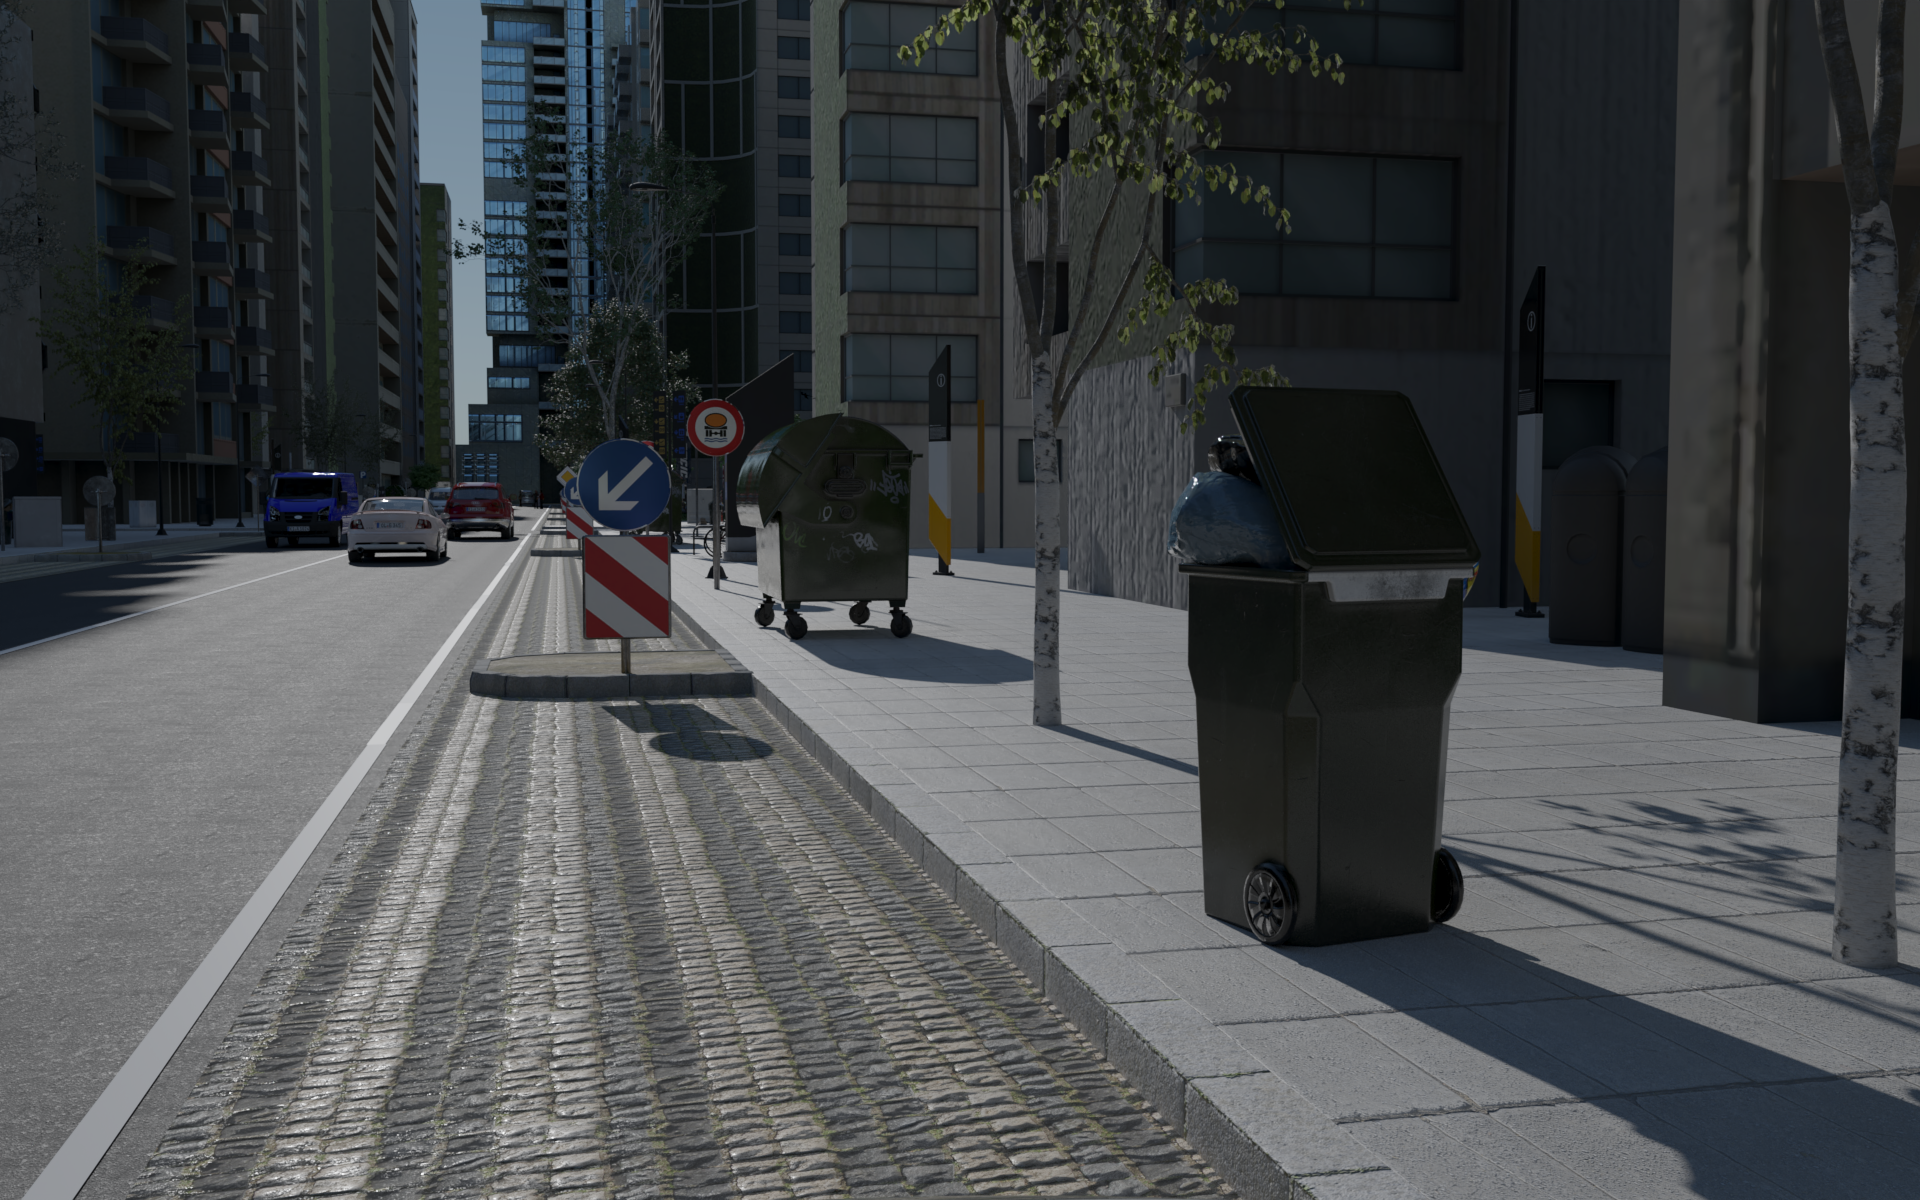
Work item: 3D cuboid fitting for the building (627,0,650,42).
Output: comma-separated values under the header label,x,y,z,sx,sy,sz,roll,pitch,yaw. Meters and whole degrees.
label,x,y,z,sx,sy,sz,roll,pitch,yaw
building,-22.665,-33.793,172.125,23.786,49.044,30.456,-1,4,-13

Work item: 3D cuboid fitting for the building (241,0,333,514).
label,x,y,z,sx,sy,sz,roll,pitch,yaw
building,-49.226,-26.266,113.045,14.154,41.232,14.086,-1,4,-13

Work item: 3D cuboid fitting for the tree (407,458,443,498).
label,x,y,z,sx,sy,sz,roll,pitch,yaw
tree,-49.397,-10.780,159.968,4.285,4.588,4.351,0,3,0

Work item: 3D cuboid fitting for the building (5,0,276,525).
label,x,y,z,sx,sy,sz,roll,pitch,yaw
building,-46.003,-26.188,82.800,22.147,44.769,28.867,-1,4,-13

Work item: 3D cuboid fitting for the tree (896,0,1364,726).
label,x,y,z,sx,sy,sz,roll,pitch,yaw
tree,0.642,-3.599,9.208,4.360,8.622,3.978,0,3,0

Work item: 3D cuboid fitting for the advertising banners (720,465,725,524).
label,x,y,z,sx,sy,sz,roll,pitch,yaw
advertising banners,-10.199,-4.775,74.260,0.090,3.025,2.074,-1,4,-12

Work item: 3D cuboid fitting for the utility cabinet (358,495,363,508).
label,x,y,z,sx,sy,sz,roll,pitch,yaw
utility cabinet,-38.074,-6.011,109.442,0.306,1.237,1.020,0,4,7

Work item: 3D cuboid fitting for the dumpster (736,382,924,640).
label,x,y,z,sx,sy,sz,roll,pitch,yaw
dumpster,-1.222,-0.828,16.030,1.502,2.255,1.985,-1,4,-13

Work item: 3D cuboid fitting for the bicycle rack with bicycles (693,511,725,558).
label,x,y,z,sx,sy,sz,roll,pitch,yaw
bicycle rack with bicycles,-4.227,-1.383,35.988,2.925,0.926,2.852,-2,4,-25

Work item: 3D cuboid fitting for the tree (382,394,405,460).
label,x,y,z,sx,sy,sz,roll,pitch,yaw
tree,-42.400,-10.696,125.237,4.360,8.622,3.978,0,3,0

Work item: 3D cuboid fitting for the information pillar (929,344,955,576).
label,x,y,z,sx,sy,sz,roll,pitch,yaw
information pillar,-0.310,-2.202,27.353,0.183,3.616,0.504,-3,4,-38

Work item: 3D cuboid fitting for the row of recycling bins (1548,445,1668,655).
label,x,y,z,sx,sy,sz,roll,pitch,yaw
row of recycling bins,6.128,-0.402,13.690,1.069,1.692,3.534,-2,4,-29

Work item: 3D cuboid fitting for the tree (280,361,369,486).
label,x,y,z,sx,sy,sz,roll,pitch,yaw
tree,-35.146,-8.865,95.312,4.360,8.622,3.978,0,3,0

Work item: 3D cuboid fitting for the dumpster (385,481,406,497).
label,x,y,z,sx,sy,sz,roll,pitch,yaw
dumpster,-43.044,-7.914,131.880,1.502,2.255,1.985,-1,4,-13

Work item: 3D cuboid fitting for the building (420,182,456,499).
label,x,y,z,sx,sy,sz,roll,pitch,yaw
building,-74.328,-33.332,228.580,14.086,41.232,14.154,-1,4,-13

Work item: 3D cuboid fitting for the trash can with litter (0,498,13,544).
label,x,y,z,sx,sy,sz,roll,pitch,yaw
trash can with litter,-24.317,-1.970,43.590,0.624,1.170,1.055,1,4,21

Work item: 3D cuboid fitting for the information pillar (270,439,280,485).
label,x,y,z,sx,sy,sz,roll,pitch,yaw
information pillar,-29.230,-5.036,73.693,0.183,3.616,0.504,-2,4,-28

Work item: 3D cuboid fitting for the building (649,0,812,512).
label,x,y,z,sx,sy,sz,roll,pitch,yaw
building,-14.650,-42.311,130.039,20.563,71.187,20.611,-1,4,-13

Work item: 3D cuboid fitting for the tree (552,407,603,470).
label,x,y,z,sx,sy,sz,roll,pitch,yaw
tree,-31.918,-13.196,150.172,7.601,10.594,8.767,0,4,6

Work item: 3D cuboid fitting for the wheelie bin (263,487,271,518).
label,x,y,z,sx,sy,sz,roll,pitch,yaw
wheelie bin,-30.065,-4.140,75.602,0.693,1.594,0.980,-2,4,-31

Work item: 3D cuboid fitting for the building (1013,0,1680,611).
label,x,y,z,sx,sy,sz,roll,pitch,yaw
building,7.822,-15.561,26.120,14.160,30.474,14.107,-1,4,-13

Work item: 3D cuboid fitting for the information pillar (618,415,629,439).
label,x,y,z,sx,sy,sz,roll,pitch,yaw
information pillar,-9.966,-3.670,51.362,0.183,3.616,0.504,-3,5,-40

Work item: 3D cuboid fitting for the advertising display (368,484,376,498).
label,x,y,z,sx,sy,sz,roll,pitch,yaw
advertising display,-37.473,-6.433,110.401,0.123,1.923,0.974,0,4,6

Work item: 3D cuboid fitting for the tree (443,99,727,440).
label,x,y,z,sx,sy,sz,roll,pitch,yaw
tree,-18.072,-13.978,84.423,12.611,20.169,13.585,0,3,0

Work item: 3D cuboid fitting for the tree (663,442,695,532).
label,x,y,z,sx,sy,sz,roll,pitch,yaw
tree,-9.995,-3.925,58.767,1.663,3.219,1.824,0,3,0

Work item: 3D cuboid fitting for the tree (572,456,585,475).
label,x,y,z,sx,sy,sz,roll,pitch,yaw
tree,-26.682,-8.662,125.345,4.285,4.588,4.351,0,3,0

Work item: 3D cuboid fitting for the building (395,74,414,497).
label,x,y,z,sx,sy,sz,roll,pitch,yaw
building,-64.736,-32.383,179.574,14.600,45.320,14.200,-1,4,-13

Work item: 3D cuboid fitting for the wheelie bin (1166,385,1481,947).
label,x,y,z,sx,sy,sz,roll,pitch,yaw
wheelie bin,1.046,0.168,5.165,0.980,1.594,0.693,-2,4,-25

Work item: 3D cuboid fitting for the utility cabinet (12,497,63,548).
label,x,y,z,sx,sy,sz,roll,pitch,yaw
utility cabinet,-22.292,-1.877,41.859,1.020,1.237,0.306,-2,4,-35

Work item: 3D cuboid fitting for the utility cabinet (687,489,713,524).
label,x,y,z,sx,sy,sz,roll,pitch,yaw
utility cabinet,-10.988,-3.968,73.552,1.173,1.500,0.318,0,4,-4

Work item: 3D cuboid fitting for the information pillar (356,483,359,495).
label,x,y,z,sx,sy,sz,roll,pitch,yaw
information pillar,-39.301,-6.619,112.707,0.304,2.012,0.304,-1,4,-10

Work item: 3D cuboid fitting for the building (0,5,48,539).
label,x,y,z,sx,sy,sz,roll,pitch,yaw
building,-34.736,-10.842,44.726,16.811,18.784,16.820,-1,4,-13

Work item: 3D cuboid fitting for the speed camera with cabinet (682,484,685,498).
label,x,y,z,sx,sy,sz,roll,pitch,yaw
speed camera with cabinet,-14.702,-6.122,94.423,2.038,3.252,0.660,0,4,-1

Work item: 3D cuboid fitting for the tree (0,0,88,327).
label,x,y,z,sx,sy,sz,roll,pitch,yaw
tree,-20.117,-7.232,28.621,12.009,13.543,11.850,0,3,0

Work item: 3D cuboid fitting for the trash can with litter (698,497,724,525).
label,x,y,z,sx,sy,sz,roll,pitch,yaw
trash can with litter,-10.421,-3.717,72.156,1.055,1.170,0.624,-2,4,-23

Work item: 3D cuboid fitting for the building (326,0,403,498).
label,x,y,z,sx,sy,sz,roll,pitch,yaw
building,-59.670,-31.988,146.704,21.300,48.544,21.600,-1,4,-13

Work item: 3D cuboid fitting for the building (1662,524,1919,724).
label,x,y,z,sx,sy,sz,roll,pitch,yaw
building,16.996,-23.089,1.199,21.300,48.544,21.600,-1,4,-13

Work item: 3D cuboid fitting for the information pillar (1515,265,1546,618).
label,x,y,z,sx,sy,sz,roll,pitch,yaw
information pillar,5.944,-1.633,18.055,0.183,3.616,0.504,0,4,-3

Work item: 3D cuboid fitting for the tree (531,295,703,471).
label,x,y,z,sx,sy,sz,roll,pitch,yaw
tree,-19.638,-11.169,99.619,9.611,12.733,9.660,0,3,0

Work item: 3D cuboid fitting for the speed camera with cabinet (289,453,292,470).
label,x,y,z,sx,sy,sz,roll,pitch,yaw
speed camera with cabinet,-31.511,-5.375,82.219,0.660,3.252,2.038,-2,4,-25

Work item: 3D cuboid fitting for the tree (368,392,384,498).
label,x,y,z,sx,sy,sz,roll,pitch,yaw
tree,-38.105,-9.519,106.002,4.360,8.622,3.978,0,3,0

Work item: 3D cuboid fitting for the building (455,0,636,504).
label,x,y,z,sx,sy,sz,roll,pitch,yaw
building,-52.640,-56.475,236.038,31.000,86.520,22.319,-1,4,-13

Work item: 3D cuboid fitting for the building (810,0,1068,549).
label,x,y,z,sx,sy,sz,roll,pitch,yaw
building,2.696,-22.242,47.246,14.154,41.232,14.086,-1,4,-13

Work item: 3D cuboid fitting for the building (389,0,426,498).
label,x,y,z,sx,sy,sz,roll,pitch,yaw
building,-75.938,-39.999,195.988,28.212,58.520,21.231,-1,4,-13

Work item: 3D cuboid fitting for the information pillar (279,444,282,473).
label,x,y,z,sx,sy,sz,roll,pitch,yaw
information pillar,-31.505,-5.414,79.867,0.504,3.616,0.183,-1,4,-17

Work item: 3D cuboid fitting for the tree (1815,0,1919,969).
label,x,y,z,sx,sy,sz,roll,pitch,yaw
tree,2.569,-3.297,4.272,4.360,8.622,3.978,0,3,0

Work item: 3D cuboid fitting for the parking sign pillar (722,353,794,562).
label,x,y,z,sx,sy,sz,roll,pitch,yaw
parking sign pillar,-3.846,-2.737,33.221,1.447,3.967,1.447,-1,4,-13
